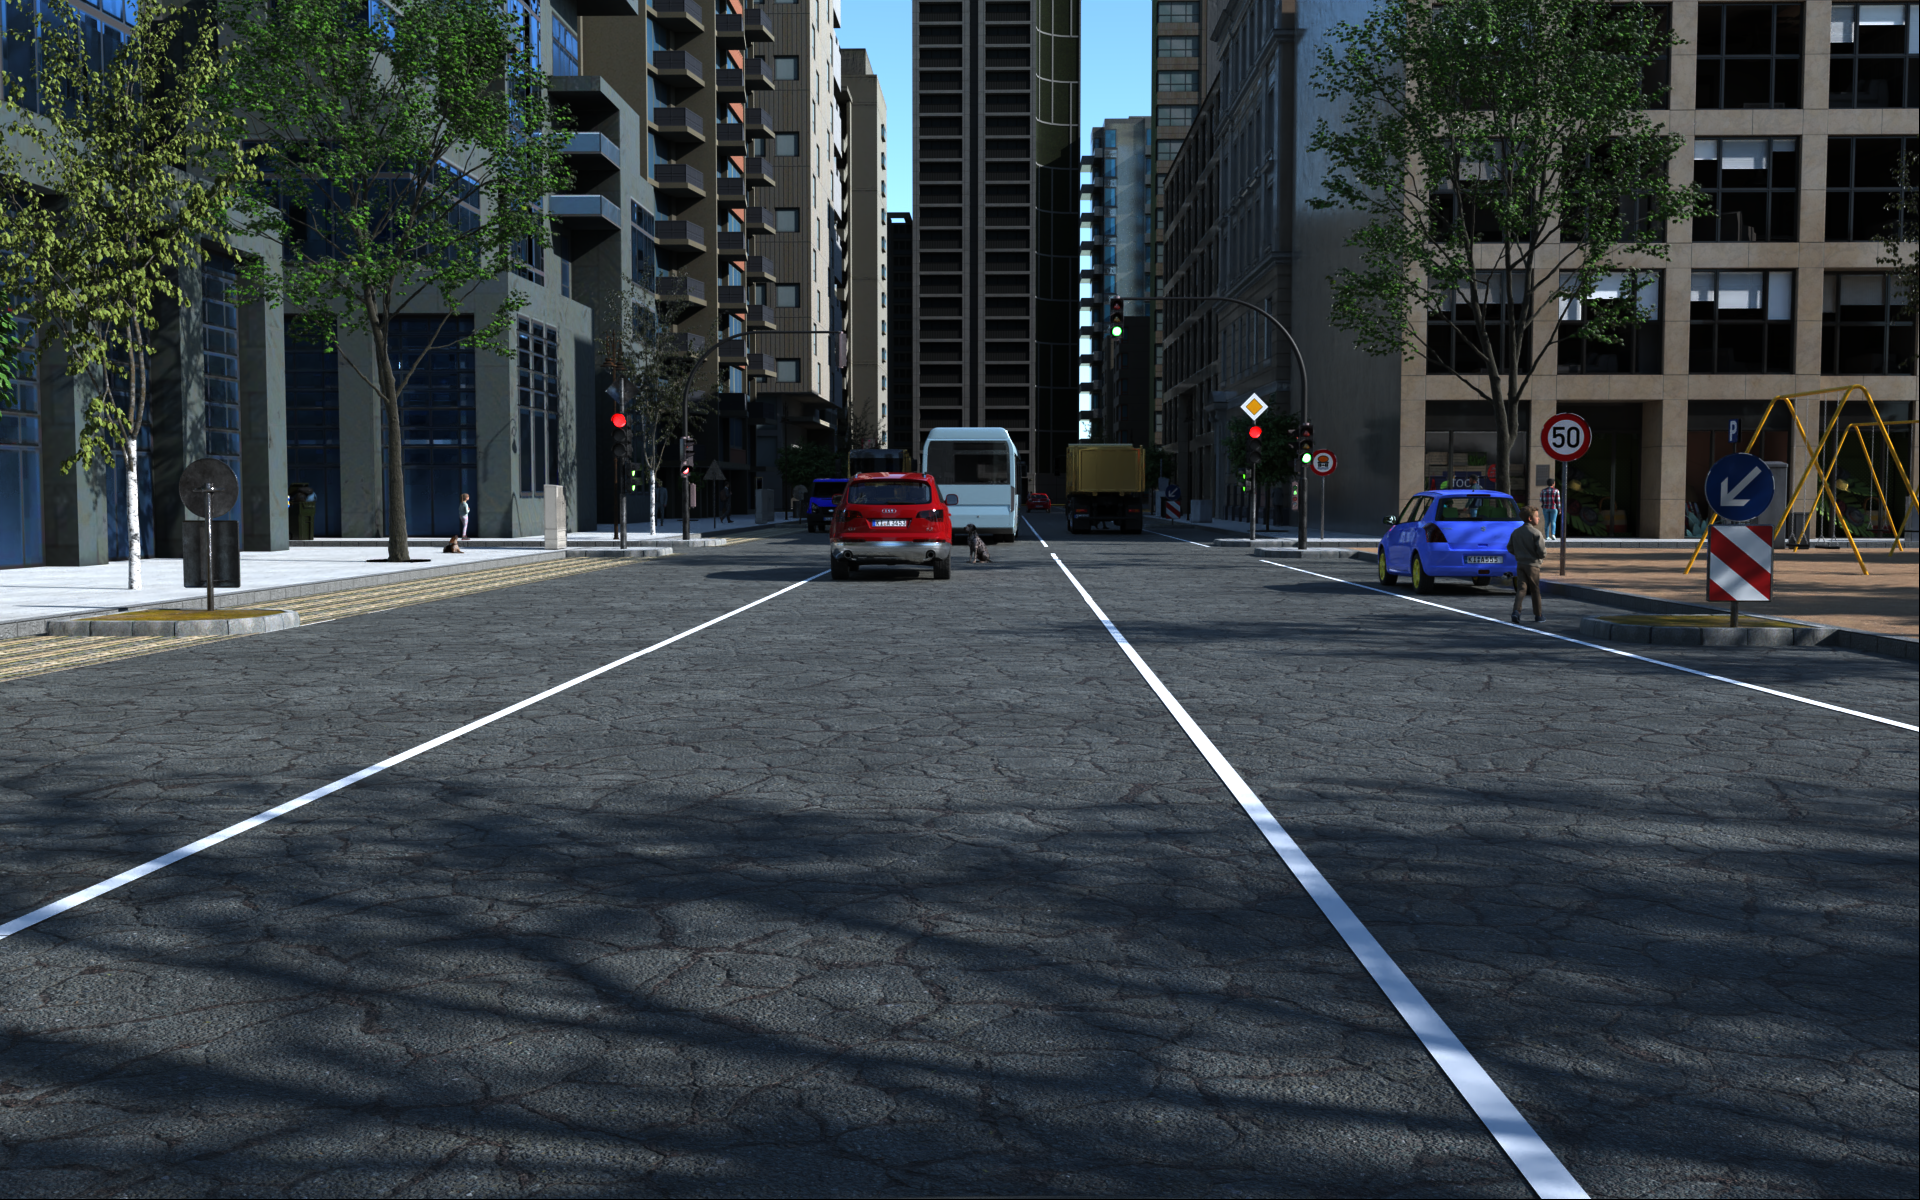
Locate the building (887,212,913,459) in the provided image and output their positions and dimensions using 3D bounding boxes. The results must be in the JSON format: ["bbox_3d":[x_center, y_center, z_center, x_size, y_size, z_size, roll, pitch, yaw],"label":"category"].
[{"bbox_3d":[-17.383,-32.603,224.942,23.993,40.220,32.217,0,4,1],"label":"building"}]

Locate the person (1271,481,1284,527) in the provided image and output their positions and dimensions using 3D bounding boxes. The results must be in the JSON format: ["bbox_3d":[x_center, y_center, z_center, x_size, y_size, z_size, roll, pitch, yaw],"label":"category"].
[{"bbox_3d":[12.565,-3.816,68.618,0.537,1.800,0.526,0,4,-2],"label":"person"}]

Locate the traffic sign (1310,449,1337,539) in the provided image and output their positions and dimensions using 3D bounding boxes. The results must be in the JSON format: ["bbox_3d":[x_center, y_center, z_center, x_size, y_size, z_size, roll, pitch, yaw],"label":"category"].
[{"bbox_3d":[10.240,-2.984,48.899,0.768,2.556,0.104,1,4,10],"label":"traffic sign"}]

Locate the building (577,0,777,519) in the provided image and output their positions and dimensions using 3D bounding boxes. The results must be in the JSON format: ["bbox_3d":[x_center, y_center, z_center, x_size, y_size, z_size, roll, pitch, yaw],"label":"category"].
[{"bbox_3d":[-22.948,-27.398,102.587,22.147,44.769,28.867,0,4,1],"label":"building"}]

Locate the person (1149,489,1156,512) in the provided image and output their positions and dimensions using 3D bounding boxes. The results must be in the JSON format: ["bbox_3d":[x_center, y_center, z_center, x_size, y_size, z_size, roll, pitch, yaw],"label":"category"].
[{"bbox_3d":[13.491,-7.017,120.976,0.583,1.804,0.606,0,4,6],"label":"person"}]

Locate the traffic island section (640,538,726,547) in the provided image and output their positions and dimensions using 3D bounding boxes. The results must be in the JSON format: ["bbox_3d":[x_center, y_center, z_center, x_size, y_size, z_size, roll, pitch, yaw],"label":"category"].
[{"bbox_3d":[-7.686,-1.605,48.517,2.009,0.180,2.903,0,4,1],"label":"traffic island section"}]

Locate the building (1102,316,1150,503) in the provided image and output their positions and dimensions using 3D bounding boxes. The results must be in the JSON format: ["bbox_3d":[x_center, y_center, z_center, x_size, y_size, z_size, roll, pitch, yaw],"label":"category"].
[{"bbox_3d":[29.642,-20.642,182.536,27.650,21.520,28.899,0,4,1],"label":"building"}]

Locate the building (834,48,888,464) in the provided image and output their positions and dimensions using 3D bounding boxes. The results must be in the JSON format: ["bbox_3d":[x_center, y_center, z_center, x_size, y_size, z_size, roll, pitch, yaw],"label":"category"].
[{"bbox_3d":[-19.061,-34.432,186.658,21.600,48.544,21.300,0,4,1],"label":"building"}]

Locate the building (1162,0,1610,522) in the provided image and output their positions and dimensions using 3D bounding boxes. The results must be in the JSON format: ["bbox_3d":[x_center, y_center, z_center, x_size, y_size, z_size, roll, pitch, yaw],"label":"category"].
[{"bbox_3d":[23.538,-18.423,105.734,19.350,26.468,34.151,0,4,1],"label":"building"}]

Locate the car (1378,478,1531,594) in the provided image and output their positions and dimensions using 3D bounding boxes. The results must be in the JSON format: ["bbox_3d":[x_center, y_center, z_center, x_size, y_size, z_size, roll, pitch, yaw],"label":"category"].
[{"bbox_3d":[7.409,-1.006,26.047,1.945,1.707,3.694,0,4,2],"label":"car"}]

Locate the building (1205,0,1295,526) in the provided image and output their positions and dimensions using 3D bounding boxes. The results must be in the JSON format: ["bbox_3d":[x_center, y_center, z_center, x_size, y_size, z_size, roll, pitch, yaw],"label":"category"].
[{"bbox_3d":[19.125,-17.907,78.686,13.634,28.700,20.117,0,4,1],"label":"building"}]

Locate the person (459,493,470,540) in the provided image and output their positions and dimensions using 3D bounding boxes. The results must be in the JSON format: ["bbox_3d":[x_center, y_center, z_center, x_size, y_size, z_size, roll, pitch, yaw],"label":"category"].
[{"bbox_3d":[-13.767,-2.315,48.177,0.425,1.301,0.394,2,4,32],"label":"person"}]

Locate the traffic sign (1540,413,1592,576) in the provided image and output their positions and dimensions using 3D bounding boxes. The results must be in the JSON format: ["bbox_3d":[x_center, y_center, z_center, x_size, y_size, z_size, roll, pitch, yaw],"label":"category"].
[{"bbox_3d":[9.482,-1.656,27.182,0.768,2.556,0.104,1,4,10],"label":"traffic sign"}]

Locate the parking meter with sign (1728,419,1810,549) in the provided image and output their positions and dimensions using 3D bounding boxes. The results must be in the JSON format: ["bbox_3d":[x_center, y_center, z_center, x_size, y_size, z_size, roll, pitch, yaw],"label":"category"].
[{"bbox_3d":[18.816,-2.690,40.240,1.738,3.016,0.543,0,4,3],"label":"parking meter with sign"}]

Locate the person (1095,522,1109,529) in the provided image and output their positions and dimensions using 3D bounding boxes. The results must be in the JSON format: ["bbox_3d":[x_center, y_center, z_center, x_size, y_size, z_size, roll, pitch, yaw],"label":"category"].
[{"bbox_3d":[5.807,-3.807,70.845,0.850,1.850,0.679,-2,4,-31],"label":"person"}]

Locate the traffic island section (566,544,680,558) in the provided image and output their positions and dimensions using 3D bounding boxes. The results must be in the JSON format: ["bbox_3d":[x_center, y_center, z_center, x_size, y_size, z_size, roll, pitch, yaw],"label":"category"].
[{"bbox_3d":[-7.892,-1.116,40.535,2.009,0.180,2.903,0,4,1],"label":"traffic island section"}]

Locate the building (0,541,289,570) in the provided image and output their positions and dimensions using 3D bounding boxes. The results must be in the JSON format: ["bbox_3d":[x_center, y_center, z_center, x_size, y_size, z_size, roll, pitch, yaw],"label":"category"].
[{"bbox_3d":[-31.123,-43.643,26.233,31.000,86.520,22.319,0,4,1],"label":"building"}]

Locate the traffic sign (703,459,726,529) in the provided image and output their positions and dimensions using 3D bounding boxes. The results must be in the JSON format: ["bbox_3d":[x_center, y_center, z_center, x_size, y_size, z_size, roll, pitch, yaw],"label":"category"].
[{"bbox_3d":[-9.131,-3.939,64.406,0.884,2.594,0.081,0,4,6],"label":"traffic sign"}]

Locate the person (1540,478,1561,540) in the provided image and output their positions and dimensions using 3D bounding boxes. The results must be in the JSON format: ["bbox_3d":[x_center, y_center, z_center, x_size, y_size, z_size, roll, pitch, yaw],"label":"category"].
[{"bbox_3d":[16.503,-2.543,48.454,0.563,1.720,0.643,2,4,34],"label":"person"}]

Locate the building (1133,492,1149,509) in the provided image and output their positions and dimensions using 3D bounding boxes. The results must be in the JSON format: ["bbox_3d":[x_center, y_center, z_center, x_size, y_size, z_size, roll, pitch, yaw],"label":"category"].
[{"bbox_3d":[31.551,-28.357,155.510,32.217,40.220,23.993,0,4,1],"label":"building"}]

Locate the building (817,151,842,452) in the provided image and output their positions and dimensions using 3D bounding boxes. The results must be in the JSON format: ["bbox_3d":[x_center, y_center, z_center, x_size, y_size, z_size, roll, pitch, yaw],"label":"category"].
[{"bbox_3d":[-24.521,-28.879,164.052,32.217,40.220,23.993,0,4,1],"label":"building"}]

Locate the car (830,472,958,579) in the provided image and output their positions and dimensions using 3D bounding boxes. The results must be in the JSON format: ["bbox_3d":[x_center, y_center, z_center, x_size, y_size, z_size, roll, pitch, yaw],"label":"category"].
[{"bbox_3d":[-1.167,-1.342,30.607,2.281,1.827,5.304,0,4,0],"label":"car"}]

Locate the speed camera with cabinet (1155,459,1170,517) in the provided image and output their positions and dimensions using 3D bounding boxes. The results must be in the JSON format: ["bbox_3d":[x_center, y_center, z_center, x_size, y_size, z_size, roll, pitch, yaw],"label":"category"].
[{"bbox_3d":[11.292,-6.238,96.321,0.660,3.252,2.038,1,4,13],"label":"speed camera with cabinet"}]

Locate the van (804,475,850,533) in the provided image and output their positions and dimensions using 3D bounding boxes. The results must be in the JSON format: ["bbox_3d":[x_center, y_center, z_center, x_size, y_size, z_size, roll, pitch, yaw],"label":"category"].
[{"bbox_3d":[-4.660,-3.775,66.106,2.240,2.365,5.245,0,4,2],"label":"van"}]

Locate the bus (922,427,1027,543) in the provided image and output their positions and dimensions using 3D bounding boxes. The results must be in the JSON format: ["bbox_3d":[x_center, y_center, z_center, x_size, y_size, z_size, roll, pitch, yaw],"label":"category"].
[{"bbox_3d":[0.563,-3.643,54.417,2.948,3.499,13.247,0,4,3],"label":"bus"}]

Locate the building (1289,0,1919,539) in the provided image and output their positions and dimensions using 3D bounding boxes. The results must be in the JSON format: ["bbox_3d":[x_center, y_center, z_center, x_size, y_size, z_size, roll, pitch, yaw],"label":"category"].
[{"bbox_3d":[29.804,-15.501,57.954,34.151,26.468,19.350,0,4,1],"label":"building"}]

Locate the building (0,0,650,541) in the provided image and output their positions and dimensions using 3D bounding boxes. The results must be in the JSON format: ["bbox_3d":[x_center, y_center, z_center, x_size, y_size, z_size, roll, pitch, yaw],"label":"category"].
[{"bbox_3d":[-23.775,-45.920,63.458,22.319,86.520,31.000,0,4,1],"label":"building"}]

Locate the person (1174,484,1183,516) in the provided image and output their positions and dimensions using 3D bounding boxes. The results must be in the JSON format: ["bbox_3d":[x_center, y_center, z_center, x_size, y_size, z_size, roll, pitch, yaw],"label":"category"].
[{"bbox_3d":[12.503,-5.750,99.835,0.755,1.850,0.659,1,4,14],"label":"person"}]

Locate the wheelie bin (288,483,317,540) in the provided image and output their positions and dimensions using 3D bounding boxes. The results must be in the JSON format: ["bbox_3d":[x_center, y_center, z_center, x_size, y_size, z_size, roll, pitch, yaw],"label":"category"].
[{"bbox_3d":[-18.307,-2.460,48.127,0.693,1.594,0.980,2,4,24],"label":"wheelie bin"}]

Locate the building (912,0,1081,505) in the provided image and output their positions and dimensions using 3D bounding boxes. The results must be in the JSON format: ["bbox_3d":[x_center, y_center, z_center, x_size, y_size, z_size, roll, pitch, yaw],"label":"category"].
[{"bbox_3d":[4.756,-47.656,217.434,20.611,71.187,20.563,0,4,1],"label":"building"}]

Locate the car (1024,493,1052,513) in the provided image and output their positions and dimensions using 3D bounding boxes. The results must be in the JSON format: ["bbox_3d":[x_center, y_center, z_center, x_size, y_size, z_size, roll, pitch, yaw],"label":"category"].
[{"bbox_3d":[6.048,-7.630,133.791,2.155,1.783,4.494,0,4,1],"label":"car"}]

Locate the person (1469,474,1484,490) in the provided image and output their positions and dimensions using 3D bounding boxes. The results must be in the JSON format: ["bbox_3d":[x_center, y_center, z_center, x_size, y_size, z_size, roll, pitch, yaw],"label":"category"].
[{"bbox_3d":[14.186,-2.559,47.873,0.794,1.824,0.713,-2,4,-30],"label":"person"}]

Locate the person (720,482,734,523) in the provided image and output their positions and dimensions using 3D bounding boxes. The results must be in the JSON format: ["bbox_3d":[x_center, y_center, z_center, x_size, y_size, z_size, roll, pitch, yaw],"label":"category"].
[{"bbox_3d":[-10.372,-4.326,76.734,0.822,1.834,0.622,-3,4,-39],"label":"person"}]

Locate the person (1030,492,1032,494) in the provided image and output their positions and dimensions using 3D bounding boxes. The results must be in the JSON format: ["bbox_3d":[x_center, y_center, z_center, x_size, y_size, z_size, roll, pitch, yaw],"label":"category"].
[{"bbox_3d":[8.066,-11.558,198.263,0.721,1.735,1.217,3,4,37],"label":"person"}]

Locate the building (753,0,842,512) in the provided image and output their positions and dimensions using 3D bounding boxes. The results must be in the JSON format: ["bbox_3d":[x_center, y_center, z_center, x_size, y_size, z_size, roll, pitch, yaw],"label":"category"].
[{"bbox_3d":[-23.819,-33.560,137.948,28.713,52.752,27.495,0,4,1],"label":"building"}]

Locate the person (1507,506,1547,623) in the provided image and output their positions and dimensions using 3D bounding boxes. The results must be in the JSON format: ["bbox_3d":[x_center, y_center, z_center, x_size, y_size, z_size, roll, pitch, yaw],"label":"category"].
[{"bbox_3d":[6.315,-0.399,19.299,0.475,1.303,0.640,3,5,39],"label":"person"}]

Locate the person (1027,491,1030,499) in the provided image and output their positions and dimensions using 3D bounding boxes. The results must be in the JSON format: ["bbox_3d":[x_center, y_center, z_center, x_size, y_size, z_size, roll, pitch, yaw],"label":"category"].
[{"bbox_3d":[7.087,-10.437,180.079,0.436,1.711,0.756,0,4,2],"label":"person"}]

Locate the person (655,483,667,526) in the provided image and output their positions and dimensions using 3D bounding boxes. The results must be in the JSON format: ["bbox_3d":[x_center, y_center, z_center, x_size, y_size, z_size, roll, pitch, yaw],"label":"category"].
[{"bbox_3d":[-12.086,-3.887,69.693,0.635,1.810,0.391,0,4,1],"label":"person"}]

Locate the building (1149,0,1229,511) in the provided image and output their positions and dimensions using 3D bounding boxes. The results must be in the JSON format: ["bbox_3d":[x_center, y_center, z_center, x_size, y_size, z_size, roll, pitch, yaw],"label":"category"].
[{"bbox_3d":[21.857,-27.677,136.106,14.154,41.232,14.086,0,4,1],"label":"building"}]

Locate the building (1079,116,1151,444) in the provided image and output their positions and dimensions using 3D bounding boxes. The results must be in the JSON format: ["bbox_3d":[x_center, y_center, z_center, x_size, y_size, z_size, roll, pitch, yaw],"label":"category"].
[{"bbox_3d":[30.395,-36.664,219.058,30.456,49.044,23.786,0,4,1],"label":"building"}]
